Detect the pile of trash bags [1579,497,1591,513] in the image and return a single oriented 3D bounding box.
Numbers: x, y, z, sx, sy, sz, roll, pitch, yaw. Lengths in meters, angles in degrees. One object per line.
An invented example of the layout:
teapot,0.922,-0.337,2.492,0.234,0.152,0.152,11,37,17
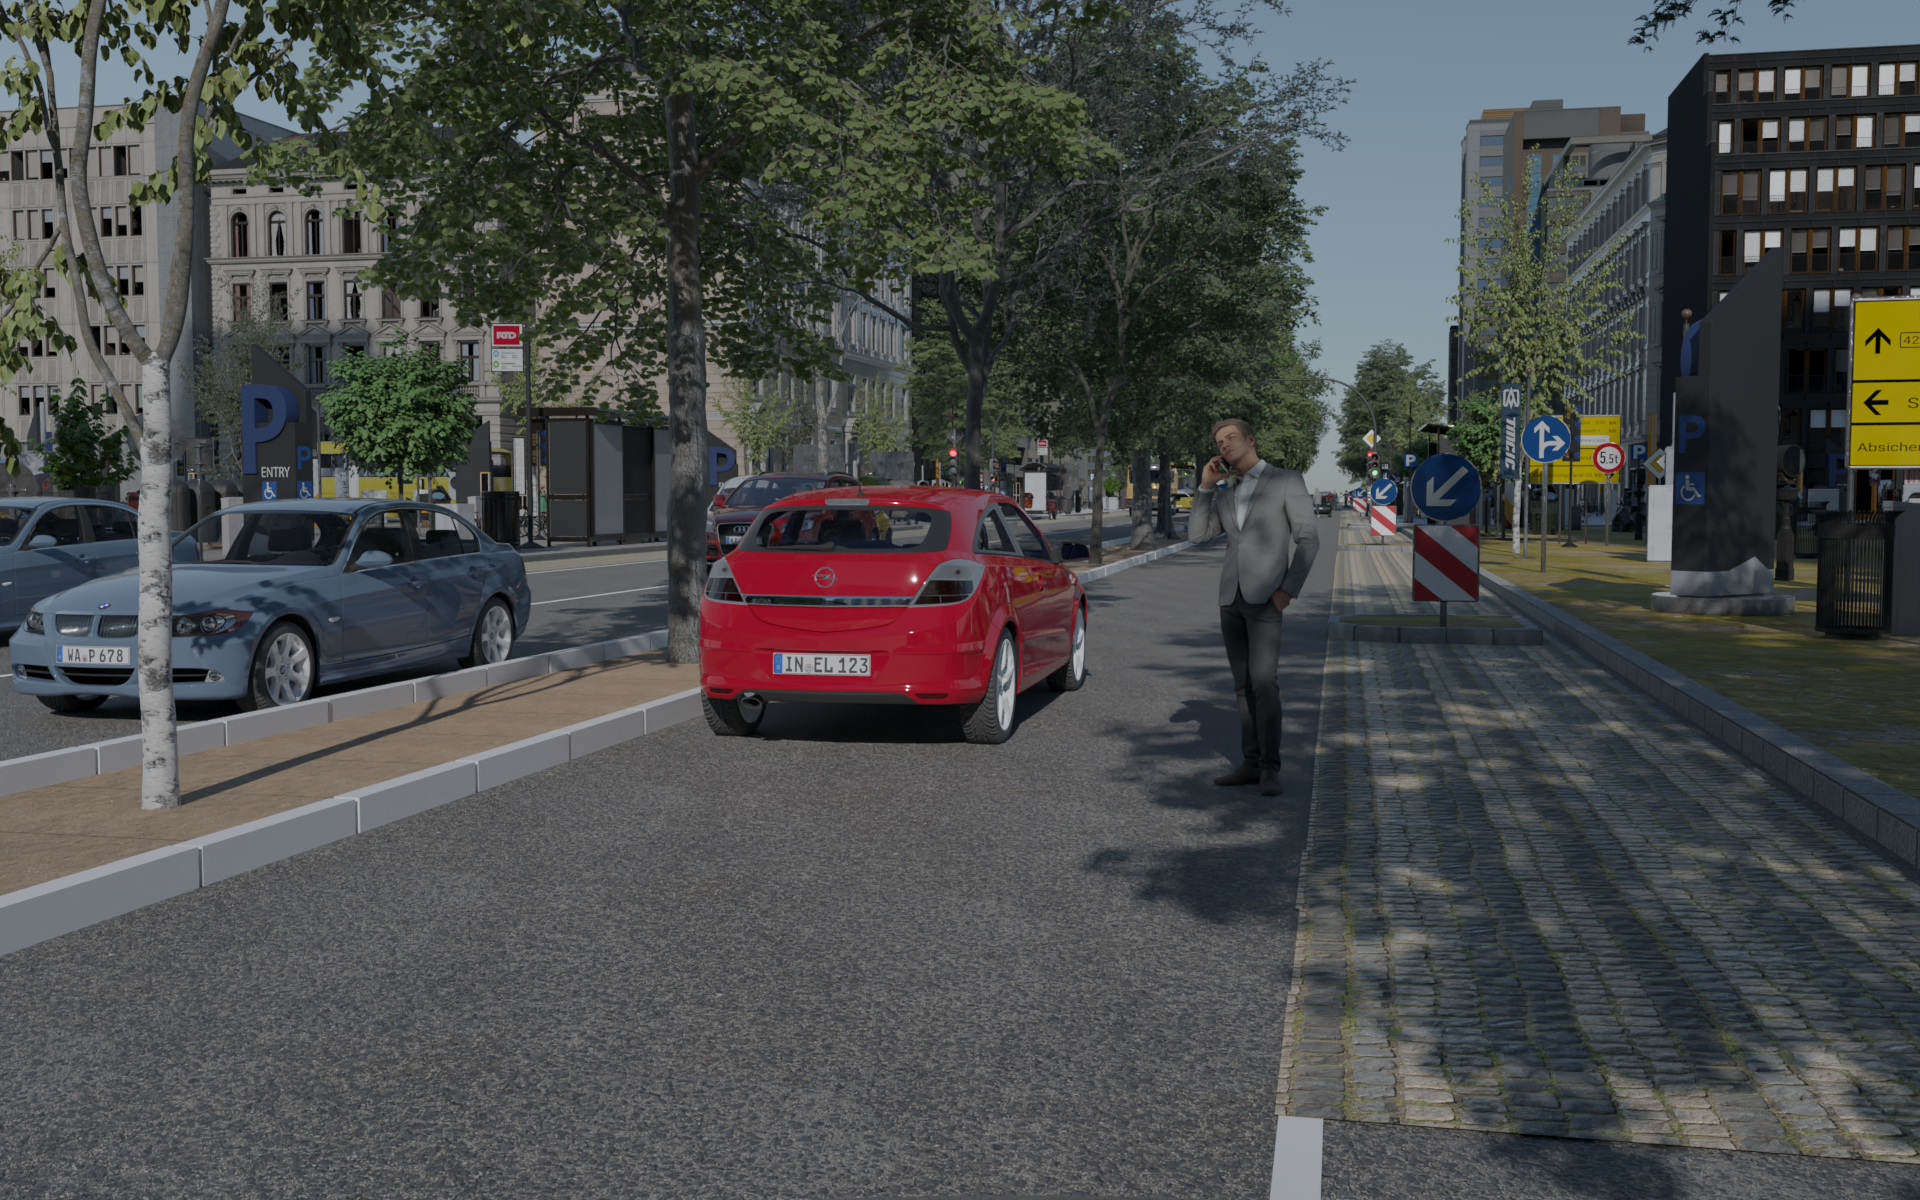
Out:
pile of trash bags,42.439,-6.712,119.497,1.912,1.369,3.447,1,4,15

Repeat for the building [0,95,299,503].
building,-54.007,-17.907,110.801,19.932,24.808,12.078,1,4,12

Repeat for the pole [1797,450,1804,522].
pole,38.625,-5.247,79.637,0.158,3.312,0.155,0,3,0

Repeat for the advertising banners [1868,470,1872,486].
advertising banners,29.483,-3.573,54.612,0.090,3.025,2.074,-2,4,-25

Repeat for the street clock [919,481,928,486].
street clock,-2.055,-5.695,97.688,0.471,2.002,0.358,-2,4,-31

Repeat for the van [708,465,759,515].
van,-4.182,-1.748,35.588,2.013,2.044,4.112,1,4,13

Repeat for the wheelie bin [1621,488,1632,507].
wheelie bin,35.144,-5.067,90.745,0.980,1.594,0.693,2,4,27

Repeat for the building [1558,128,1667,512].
building,53.568,-21.131,121.913,17.030,29.872,44.131,1,4,12

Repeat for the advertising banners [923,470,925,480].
advertising banners,-2.977,-7.888,125.149,0.090,3.025,2.074,1,4,23

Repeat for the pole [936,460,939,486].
pole,-1.270,-6.411,98.663,0.158,3.312,0.155,0,3,0

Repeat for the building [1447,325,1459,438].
building,89.578,-31.875,292.851,14.160,30.474,14.107,1,4,12

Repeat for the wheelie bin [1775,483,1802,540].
wheelie bin,23.273,-2.506,48.873,0.980,1.594,0.693,0,4,3

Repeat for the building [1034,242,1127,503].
building,10.321,-35.110,265.931,32.217,40.220,23.993,1,4,12

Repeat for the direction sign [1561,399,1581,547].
direction sign,14.730,-3.043,41.757,0.876,3.537,0.379,-3,5,-44

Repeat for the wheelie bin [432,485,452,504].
wheelie bin,-18.275,-3.239,60.862,0.693,1.594,0.980,-2,4,-33

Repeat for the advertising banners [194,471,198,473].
advertising banners,-35.512,-5.078,79.208,0.090,3.025,2.074,2,4,33

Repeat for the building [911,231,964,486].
building,-7.387,-19.242,144.291,12.332,23.373,15.834,1,4,12

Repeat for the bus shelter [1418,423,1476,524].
bus shelter,16.966,-4.224,60.340,1.731,3.624,6.357,1,4,12

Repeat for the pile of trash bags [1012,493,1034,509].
pile of trash bags,2.828,-5.575,100.899,3.447,1.369,1.912,2,4,35

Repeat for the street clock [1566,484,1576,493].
street clock,28.207,-4.616,80.043,0.471,2.002,0.358,0,4,-4

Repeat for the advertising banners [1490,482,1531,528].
advertising banners,20.724,-4.230,65.344,2.074,3.025,0.090,-2,4,-24

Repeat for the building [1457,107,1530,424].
building,88.614,-44.516,269.842,21.231,58.520,28.212,1,4,12

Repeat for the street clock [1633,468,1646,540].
street clock,18.947,-2.675,48.310,0.358,2.002,0.471,1,4,11

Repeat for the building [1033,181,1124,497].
building,17.901,-42.886,290.421,28.713,52.752,27.495,1,4,12

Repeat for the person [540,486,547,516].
person,-19.627,-4.448,81.478,0.529,1.795,0.600,1,4,15

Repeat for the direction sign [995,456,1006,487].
direction sign,2.325,-6.778,102.819,0.876,3.537,0.379,1,4,14

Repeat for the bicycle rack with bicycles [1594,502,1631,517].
bicycle rack with bicycles,33.735,-4.447,86.098,2.852,0.926,2.925,-1,4,-11

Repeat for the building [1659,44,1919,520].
building,45.874,-15.897,89.595,15.834,23.373,12.332,1,4,12

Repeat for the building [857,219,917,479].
building,-11.812,-20.821,126.325,13.634,28.700,20.117,1,4,12

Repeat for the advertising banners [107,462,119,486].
advertising banners,-26.690,-3.499,53.404,0.090,3.025,2.074,1,4,22

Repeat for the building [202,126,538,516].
building,-34.493,-16.956,106.117,19.941,23.489,11.050,1,4,12

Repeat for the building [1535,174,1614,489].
building,60.647,-23.765,160.258,14.160,30.474,14.107,1,4,12

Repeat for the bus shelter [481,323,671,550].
bus shelter,-9.379,-4.009,43.175,2.179,5.291,8.768,1,4,12

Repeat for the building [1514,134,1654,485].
building,73.477,-29.647,176.603,32.217,40.220,23.993,1,4,12

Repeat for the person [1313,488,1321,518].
person,21.097,-5.744,102.589,0.709,1.800,0.728,-1,4,-12

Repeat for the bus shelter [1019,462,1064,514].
bus shelter,5.272,-7.217,111.924,2.014,3.302,5.546,1,4,13

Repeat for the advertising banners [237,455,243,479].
advertising banners,-31.228,-4.953,77.175,2.074,3.025,0.090,0,4,8

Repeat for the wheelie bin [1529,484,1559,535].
wheelie bin,18.361,-2.845,54.428,0.693,1.594,0.980,-2,4,-31

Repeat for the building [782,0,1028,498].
building,-5.754,-33.292,168.027,21.300,48.544,21.600,1,4,12

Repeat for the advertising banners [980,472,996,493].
advertising banners,2.314,-8.628,137.251,2.074,3.025,0.090,-2,4,-28

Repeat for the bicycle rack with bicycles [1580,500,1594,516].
bicycle rack with bicycles,35.671,-5.294,99.933,2.925,0.926,2.852,1,4,19

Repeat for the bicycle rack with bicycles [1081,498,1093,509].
bicycle rack with bicycles,10.976,-8.050,144.994,2.925,0.926,2.852,-3,5,-42

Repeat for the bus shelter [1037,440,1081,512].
bus shelter,7.359,-9.344,130.413,2.179,5.291,8.768,1,4,13

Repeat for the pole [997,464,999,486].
pole,2.350,-6.898,106.631,0.158,3.312,0.155,0,3,0

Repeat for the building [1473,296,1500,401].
building,81.287,-29.281,250.438,14.160,30.474,14.107,1,4,12

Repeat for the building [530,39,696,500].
building,-15.896,-19.604,106.426,13.634,28.700,20.117,1,4,12

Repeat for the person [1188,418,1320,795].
person,1.423,0.014,8.451,0.473,1.802,0.592,-2,4,-28

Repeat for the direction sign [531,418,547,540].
direction sign,-11.733,-3.439,48.233,0.379,3.537,0.876,1,4,22

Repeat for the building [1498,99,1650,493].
building,69.218,-33.443,196.908,14.600,45.320,14.200,1,4,12

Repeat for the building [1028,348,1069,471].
building,-3.646,-21.355,194.197,27.650,21.520,28.899,1,4,12

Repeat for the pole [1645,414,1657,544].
pole,17.599,-3.073,44.091,0.158,3.312,0.155,0,3,0

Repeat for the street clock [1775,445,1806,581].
street clock,12.257,-1.292,25.688,0.471,2.002,0.358,-1,4,-23

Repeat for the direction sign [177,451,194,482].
direction sign,-33.164,-5.029,74.214,0.876,3.537,0.379,1,4,17

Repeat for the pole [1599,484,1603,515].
pole,40.250,-7.022,108.658,0.158,3.312,0.155,0,3,0

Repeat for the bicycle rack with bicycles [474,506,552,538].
bicycle rack with bicycles,-12.962,-2.334,51.541,2.925,0.926,2.852,2,4,25
